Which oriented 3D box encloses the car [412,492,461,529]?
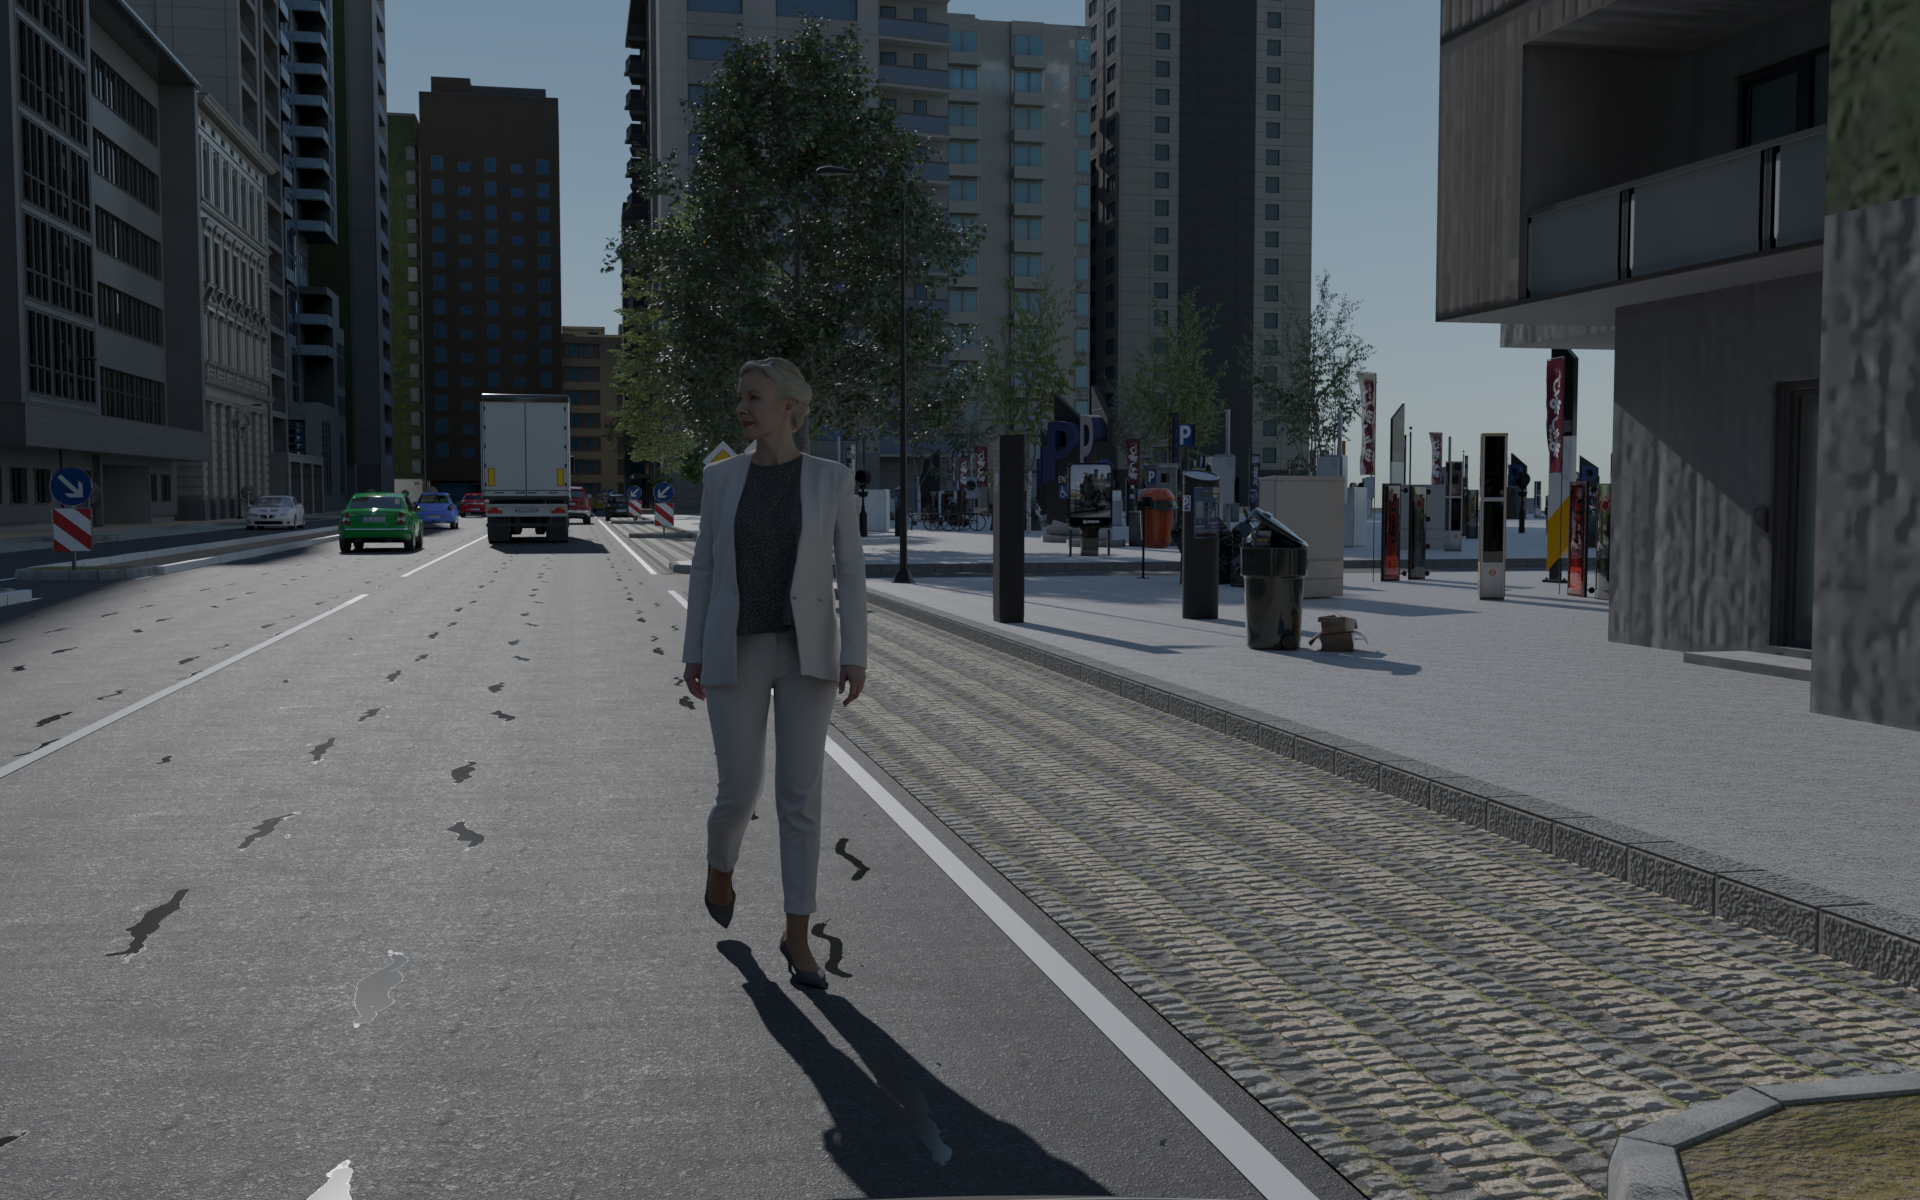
[{"bbox_3d":[-21.893,-3.839,72.366,1.945,1.707,3.694,-1,4,-14],"label":"car"}]

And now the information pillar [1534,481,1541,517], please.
[{"bbox_3d":[32.344,-5.658,97.005,0.304,2.012,0.304,0,4,-3],"label":"information pillar"}]

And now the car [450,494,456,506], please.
[{"bbox_3d":[-50.666,-9.823,170.398,2.009,1.686,4.222,-1,4,-11],"label":"car"}]

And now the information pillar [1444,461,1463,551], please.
[{"bbox_3d":[11.066,-2.100,38.830,0.304,2.012,0.304,0,4,-6],"label":"information pillar"}]

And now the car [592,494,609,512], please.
[{"bbox_3d":[-28.995,-8.009,141.170,2.015,1.641,3.980,-1,4,-11],"label":"car"}]

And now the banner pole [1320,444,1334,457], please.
[{"bbox_3d":[18.425,-5.923,86.857,0.863,3.779,0.401,0,4,5],"label":"banner pole"}]

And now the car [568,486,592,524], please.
[{"bbox_3d":[-19.171,-4.658,84.833,2.281,1.827,5.304,-1,4,-14],"label":"car"}]

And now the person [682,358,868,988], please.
[{"bbox_3d":[-0.586,0.187,5.322,0.514,1.842,0.818,-1,4,-20],"label":"person"}]

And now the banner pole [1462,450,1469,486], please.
[{"bbox_3d":[28.819,-6.658,98.880,0.401,3.779,0.863,-1,4,-8],"label":"banner pole"}]

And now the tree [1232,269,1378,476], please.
[{"bbox_3d":[11.150,-6.475,56.236,4.360,8.622,3.978,0,3,0],"label":"tree"}]

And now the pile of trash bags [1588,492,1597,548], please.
[{"bbox_3d":[16.008,-2.019,42.758,1.912,1.369,3.447,1,4,12],"label":"pile of trash bags"}]

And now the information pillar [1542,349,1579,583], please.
[{"bbox_3d":[8.645,-2.050,24.875,0.183,3.616,0.504,-1,4,-23],"label":"information pillar"}]

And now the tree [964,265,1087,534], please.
[{"bbox_3d":[2.197,-6.476,56.251,4.737,8.622,4.395,0,3,0],"label":"tree"}]

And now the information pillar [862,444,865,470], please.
[{"bbox_3d":[-3.751,-4.650,67.377,0.183,3.616,0.504,0,4,-5],"label":"information pillar"}]

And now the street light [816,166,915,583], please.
[{"bbox_3d":[-1.348,-3.197,24.813,1.470,5.913,1.316,-1,4,-13],"label":"street light"}]

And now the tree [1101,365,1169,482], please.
[{"bbox_3d":[9.817,-9.061,98.511,4.360,8.622,3.978,0,3,0],"label":"tree"}]

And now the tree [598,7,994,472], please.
[{"bbox_3d":[-3.789,-7.607,41.386,9.611,12.733,9.660,0,3,0],"label":"tree"}]

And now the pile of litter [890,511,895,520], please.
[{"bbox_3d":[-3.827,-4.324,84.666,1.719,0.858,1.176,0,4,4],"label":"pile of litter"}]

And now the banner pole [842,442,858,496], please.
[{"bbox_3d":[-5.347,-5.660,82.551,0.863,3.779,0.401,-1,4,-9],"label":"banner pole"}]

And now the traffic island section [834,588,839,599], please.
[{"bbox_3d":[-2.653,-0.145,24.647,2.009,0.180,2.903,-1,4,-13],"label":"traffic island section"}]

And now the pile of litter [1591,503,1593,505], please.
[{"bbox_3d":[41.993,-6.140,114.357,1.176,0.858,1.719,-3,5,-42],"label":"pile of litter"}]

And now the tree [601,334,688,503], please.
[{"bbox_3d":[-17.622,-10.250,101.997,7.601,10.594,8.767,-1,4,-15],"label":"tree"}]

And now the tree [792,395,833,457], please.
[{"bbox_3d":[-6.946,-7.835,78.472,4.737,8.622,4.395,0,3,0],"label":"tree"}]

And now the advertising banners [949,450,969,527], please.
[{"bbox_3d":[-0.044,-4.428,68.592,0.090,3.025,2.074,-1,4,-15],"label":"advertising banners"}]

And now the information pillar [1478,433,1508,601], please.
[{"bbox_3d":[6.448,-1.008,20.968,0.304,2.012,0.304,1,4,13],"label":"information pillar"}]

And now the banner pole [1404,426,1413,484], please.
[{"bbox_3d":[16.475,-4.539,64.229,0.863,3.779,0.401,3,5,40],"label":"banner pole"}]

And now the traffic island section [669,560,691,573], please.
[{"bbox_3d":[-4.398,-0.621,32.440,2.009,0.180,2.903,-1,4,-13],"label":"traffic island section"}]

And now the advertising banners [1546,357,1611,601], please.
[{"bbox_3d":[7.732,-1.553,21.581,0.090,3.025,2.074,0,4,-5],"label":"advertising banners"}]

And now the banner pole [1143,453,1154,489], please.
[{"bbox_3d":[11.615,-7.101,106.122,0.863,3.779,0.401,1,4,21],"label":"banner pole"}]

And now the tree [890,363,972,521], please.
[{"bbox_3d":[-1.821,-7.815,78.136,4.360,8.622,3.978,0,3,0],"label":"tree"}]

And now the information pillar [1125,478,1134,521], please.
[{"bbox_3d":[7.843,-4.619,80.020,0.304,2.012,0.304,2,4,30],"label":"information pillar"}]

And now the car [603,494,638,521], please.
[{"bbox_3d":[-18.178,-5.090,93.009,2.009,1.686,4.222,-1,4,-11],"label":"car"}]

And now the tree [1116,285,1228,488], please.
[{"bbox_3d":[7.619,-6.821,61.884,4.737,8.622,4.395,0,3,0],"label":"tree"}]

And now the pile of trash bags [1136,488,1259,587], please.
[{"bbox_3d":[3.795,-0.950,25.279,1.912,1.369,3.447,-3,4,-36],"label":"pile of trash bags"}]

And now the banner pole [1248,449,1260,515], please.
[{"bbox_3d":[16.069,-6.423,95.029,0.863,3.779,0.401,0,4,2],"label":"banner pole"}]

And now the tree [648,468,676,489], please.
[{"bbox_3d":[-18.632,-7.021,109.398,1.663,3.219,1.824,0,3,0],"label":"tree"}]

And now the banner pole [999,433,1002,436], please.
[{"bbox_3d":[1.635,-4.991,71.621,0.401,3.779,0.863,0,4,-4],"label":"banner pole"}]

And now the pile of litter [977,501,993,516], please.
[{"bbox_3d":[1.690,-5.380,101.921,1.719,0.858,1.176,-2,4,-30],"label":"pile of litter"}]

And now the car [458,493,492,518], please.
[{"bbox_3d":[-29.955,-6.002,107.166,2.155,1.783,4.494,-1,4,-14],"label":"car"}]

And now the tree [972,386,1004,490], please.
[{"bbox_3d":[0.096,-8.940,96.531,4.360,8.622,3.978,0,3,0],"label":"tree"}]

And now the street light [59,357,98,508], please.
[{"bbox_3d":[-29.901,-5.270,58.708,1.470,5.913,1.316,-1,4,-13],"label":"street light"}]

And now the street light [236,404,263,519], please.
[{"bbox_3d":[-36.558,-7.129,89.099,1.470,5.913,1.316,-1,4,-13],"label":"street light"}]

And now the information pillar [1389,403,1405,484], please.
[{"bbox_3d":[11.253,-3.256,44.588,0.504,3.616,0.183,-3,4,-37],"label":"information pillar"}]

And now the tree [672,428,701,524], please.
[{"bbox_3d":[-10.639,-5.501,73.653,4.285,4.588,4.351,0,3,0],"label":"tree"}]

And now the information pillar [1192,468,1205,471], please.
[{"bbox_3d":[6.816,-2.761,49.626,0.304,2.012,0.304,0,4,-6],"label":"information pillar"}]

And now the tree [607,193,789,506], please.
[{"bbox_3d":[-9.170,-8.977,64.897,7.486,12.596,7.792,0,3,0],"label":"tree"}]

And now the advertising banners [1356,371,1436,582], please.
[{"bbox_3d":[6.358,-1.789,25.431,0.090,3.025,2.074,3,5,44],"label":"advertising banners"}]

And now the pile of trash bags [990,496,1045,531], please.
[{"bbox_3d":[2.664,-3.148,61.230,3.447,1.369,1.912,1,4,12],"label":"pile of trash bags"}]

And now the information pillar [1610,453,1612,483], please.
[{"bbox_3d":[31.328,-5.597,82.868,0.183,3.616,0.504,-2,4,-25],"label":"information pillar"}]
